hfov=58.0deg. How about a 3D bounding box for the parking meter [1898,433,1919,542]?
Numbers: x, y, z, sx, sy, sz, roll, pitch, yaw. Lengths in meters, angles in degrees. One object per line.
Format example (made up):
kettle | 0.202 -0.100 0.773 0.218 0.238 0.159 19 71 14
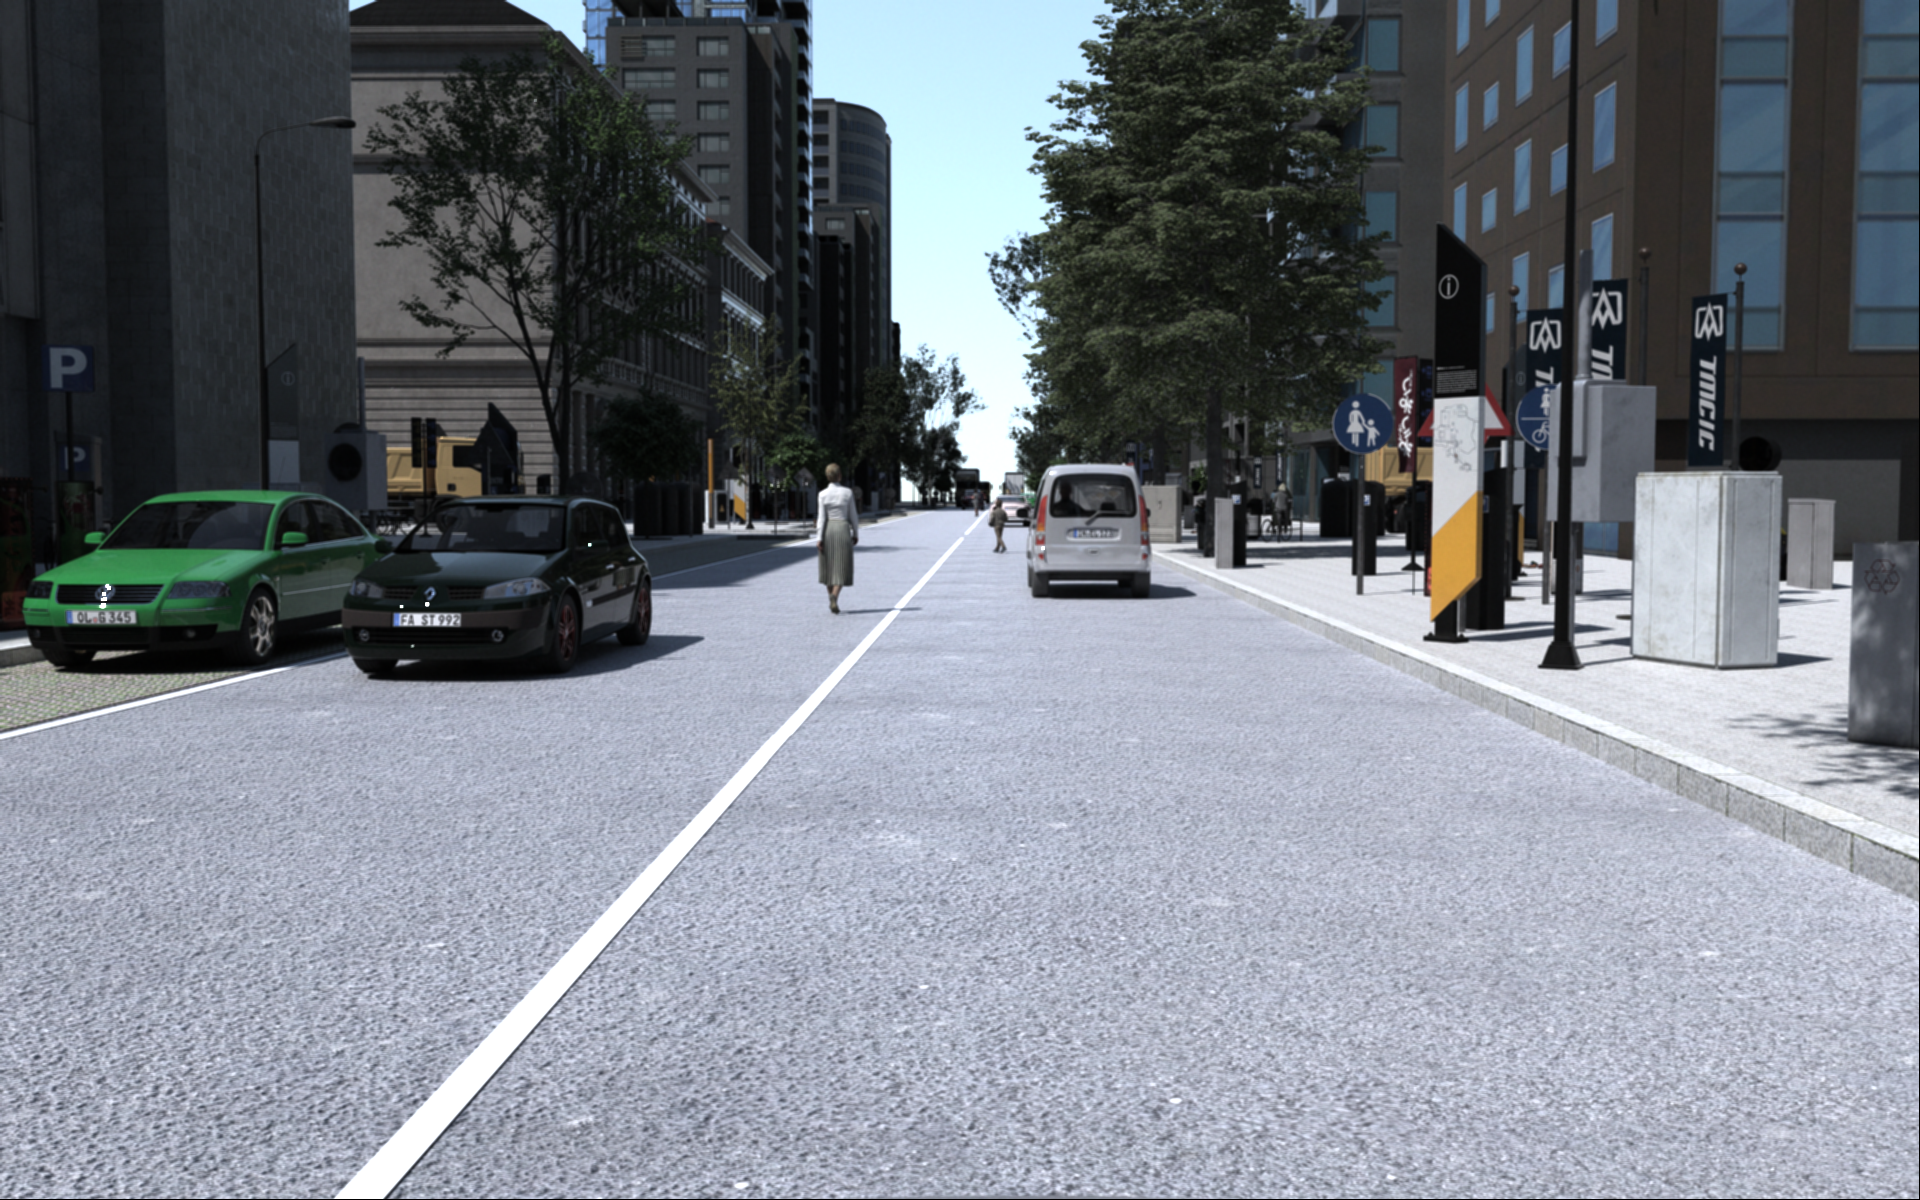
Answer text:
parking meter | 9.342 -0.677 16.785 0.399 1.863 0.255 0 4 -2

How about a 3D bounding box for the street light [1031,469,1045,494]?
street light | 7.885 -12.254 172.891 1.470 5.913 1.316 0 4 1

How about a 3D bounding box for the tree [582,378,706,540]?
tree | -8.914 -3.992 48.980 4.285 4.588 4.351 0 3 0

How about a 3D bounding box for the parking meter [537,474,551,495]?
parking meter | -12.104 -2.733 50.400 0.255 1.863 0.399 1 4 21

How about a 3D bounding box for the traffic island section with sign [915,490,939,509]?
traffic island section with sign | -3.236 -9.430 162.804 1.989 1.847 2.006 0 4 1

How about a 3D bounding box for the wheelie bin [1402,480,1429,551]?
wheelie bin | 10.450 -1.914 39.207 0.693 1.594 0.980 -1 4 -18

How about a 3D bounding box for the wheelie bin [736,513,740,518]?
wheelie bin | -11.659 -5.145 92.029 0.980 1.594 0.693 0 4 -2

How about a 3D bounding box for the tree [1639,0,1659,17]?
tree | 5.007 -4.345 5.457 8.767 10.594 7.601 -2 4 -31

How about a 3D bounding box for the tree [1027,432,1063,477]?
tree | 8.039 -12.834 160.201 4.360 8.622 3.978 0 3 0

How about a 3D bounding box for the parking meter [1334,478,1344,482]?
parking meter | 14.050 -3.571 64.093 0.399 1.863 0.255 -2 4 -25

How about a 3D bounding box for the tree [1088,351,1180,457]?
tree | 7.484 -7.576 74.222 4.360 8.622 3.978 0 3 0

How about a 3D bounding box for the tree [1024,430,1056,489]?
tree | 9.200 -14.479 187.099 4.737 8.622 4.395 0 3 0

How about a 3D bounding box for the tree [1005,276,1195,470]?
tree | 7.273 -10.415 87.300 9.611 12.733 9.660 0 3 0

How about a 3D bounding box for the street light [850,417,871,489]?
street light | -6.022 -8.045 104.081 1.470 5.913 1.316 0 4 1

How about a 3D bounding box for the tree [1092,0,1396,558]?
tree | 4.754 -7.148 35.002 7.486 12.596 7.792 0 3 0

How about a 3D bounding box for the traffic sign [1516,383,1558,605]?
traffic sign | 6.809 -1.220 20.060 0.768 2.556 0.104 0 4 7

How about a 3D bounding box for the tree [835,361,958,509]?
tree | -6.615 -14.215 149.421 9.611 12.733 9.660 0 3 0

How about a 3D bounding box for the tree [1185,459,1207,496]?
tree | 13.288 -6.220 96.299 1.663 3.219 1.824 0 3 0

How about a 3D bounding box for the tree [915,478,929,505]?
tree | -4.447 -13.002 207.180 1.663 3.219 1.824 0 3 0

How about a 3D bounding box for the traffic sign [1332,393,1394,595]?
traffic sign | 5.096 -1.339 21.991 0.768 2.556 0.104 0 4 3

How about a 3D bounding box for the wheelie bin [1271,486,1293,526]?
wheelie bin | 12.941 -3.787 69.830 0.980 1.594 0.693 -3 5 -41

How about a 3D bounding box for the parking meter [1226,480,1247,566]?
parking meter | 4.940 -1.382 31.001 0.372 1.533 0.369 0 3 0

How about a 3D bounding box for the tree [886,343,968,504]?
tree | -3.657 -21.940 214.605 12.611 20.169 13.585 0 3 0

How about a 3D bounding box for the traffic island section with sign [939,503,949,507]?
traffic island section with sign | -2.559 -11.101 190.121 1.989 1.847 2.006 0 4 1

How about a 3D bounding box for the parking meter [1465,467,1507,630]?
parking meter | 4.986 -0.491 16.442 0.372 1.533 0.369 0 3 0

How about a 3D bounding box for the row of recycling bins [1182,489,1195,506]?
row of recycling bins | 15.353 -7.165 124.255 3.534 1.692 1.069 -1 4 -15

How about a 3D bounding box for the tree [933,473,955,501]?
tree | -2.357 -18.721 289.806 4.285 4.588 4.351 0 3 0

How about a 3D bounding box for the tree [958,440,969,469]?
tree | -3.036 -22.296 281.554 9.611 12.733 9.660 0 3 0

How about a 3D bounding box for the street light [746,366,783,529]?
street light | -7.110 -5.529 62.934 1.470 5.913 1.316 0 4 1

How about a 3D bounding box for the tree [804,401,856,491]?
tree | -10.334 -11.390 136.595 4.360 8.622 3.978 0 3 0

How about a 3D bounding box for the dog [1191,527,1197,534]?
dog | 8.147 -2.450 60.252 0.748 0.427 0.550 -1 4 -10

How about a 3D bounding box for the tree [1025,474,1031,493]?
tree | 9.417 -11.074 164.770 4.285 4.588 4.351 0 3 0

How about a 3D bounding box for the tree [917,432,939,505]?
tree | -4.520 -14.999 195.598 4.737 8.622 4.395 0 3 0

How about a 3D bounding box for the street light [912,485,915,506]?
street light | -4.298 -12.744 180.901 1.470 5.913 1.316 0 4 1

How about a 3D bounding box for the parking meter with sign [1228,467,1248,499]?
parking meter with sign | 17.435 -6.983 110.425 1.738 3.016 0.543 1 4 10

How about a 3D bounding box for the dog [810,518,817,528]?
dog | -5.946 -3.210 72.671 0.550 0.427 0.748 -3 4 -38

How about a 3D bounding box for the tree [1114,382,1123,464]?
tree | 9.565 -8.879 95.530 4.737 8.622 4.395 0 3 0

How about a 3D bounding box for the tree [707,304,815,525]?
tree | -8.186 -7.219 68.393 4.737 8.622 4.395 0 3 0

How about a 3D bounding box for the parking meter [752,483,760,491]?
parking meter | -10.472 -5.081 88.787 0.399 1.863 0.255 3 5 44

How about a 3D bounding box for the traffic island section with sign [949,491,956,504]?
traffic island section with sign | -1.205 -14.462 245.074 1.989 1.847 2.006 0 4 1

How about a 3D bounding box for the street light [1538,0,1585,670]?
street light | 3.903 -2.453 12.640 1.470 5.913 1.316 0 4 1

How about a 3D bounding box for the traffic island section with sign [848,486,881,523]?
traffic island section with sign | -5.135 -4.735 86.042 1.989 1.847 2.006 0 4 1

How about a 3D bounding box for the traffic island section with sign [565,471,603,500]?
traffic island section with sign | -6.522 -1.290 29.724 1.989 1.847 2.006 0 4 1

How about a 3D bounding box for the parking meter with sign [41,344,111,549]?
parking meter with sign | -10.698 -1.519 21.093 0.543 3.016 1.738 -1 4 -19

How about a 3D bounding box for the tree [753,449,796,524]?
tree | -7.747 -4.853 73.950 1.663 3.219 1.824 0 3 0

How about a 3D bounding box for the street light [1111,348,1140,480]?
street light | 5.033 -4.993 54.177 1.470 5.913 1.316 0 4 1

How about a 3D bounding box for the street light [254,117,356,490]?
street light | -8.142 -2.995 21.515 1.470 5.913 1.316 0 4 1

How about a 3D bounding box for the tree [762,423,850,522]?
tree | -7.561 -5.875 79.771 4.285 4.588 4.351 0 3 0

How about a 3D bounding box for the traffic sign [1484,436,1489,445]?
traffic sign | 6.684 -1.411 23.178 0.768 2.556 0.104 0 4 6

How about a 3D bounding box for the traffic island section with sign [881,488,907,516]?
traffic island section with sign | -4.472 -6.383 112.989 1.989 1.847 2.006 0 4 1

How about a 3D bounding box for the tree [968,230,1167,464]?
tree | 8.203 -15.557 110.251 12.611 20.169 13.585 0 3 0

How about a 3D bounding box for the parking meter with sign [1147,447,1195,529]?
parking meter with sign | 7.744 -4.105 63.383 1.738 3.016 0.543 1 4 22

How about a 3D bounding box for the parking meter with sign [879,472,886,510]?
parking meter with sign | -6.276 -8.657 137.807 0.543 3.016 1.738 0 4 3

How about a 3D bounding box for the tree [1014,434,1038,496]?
tree | 11.998 -21.103 270.782 9.928 11.665 9.643 0 3 0

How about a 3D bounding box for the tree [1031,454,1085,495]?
tree | 7.961 -8.816 127.858 4.285 4.588 4.351 0 3 0

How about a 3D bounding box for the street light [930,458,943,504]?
street light | -3.174 -15.316 222.949 1.470 5.913 1.316 0 4 1

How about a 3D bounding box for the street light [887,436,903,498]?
street light | -5.262 -10.210 139.469 1.470 5.913 1.316 0 4 1

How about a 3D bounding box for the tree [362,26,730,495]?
tree | -9.398 -6.998 40.169 9.928 11.665 9.643 0 3 0

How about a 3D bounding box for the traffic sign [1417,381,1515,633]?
traffic sign | 4.656 -0.978 15.995 0.884 2.594 0.081 0 4 5

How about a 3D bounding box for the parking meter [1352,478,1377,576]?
parking meter | 6.381 -1.156 27.316 0.372 1.533 0.369 0 3 0
